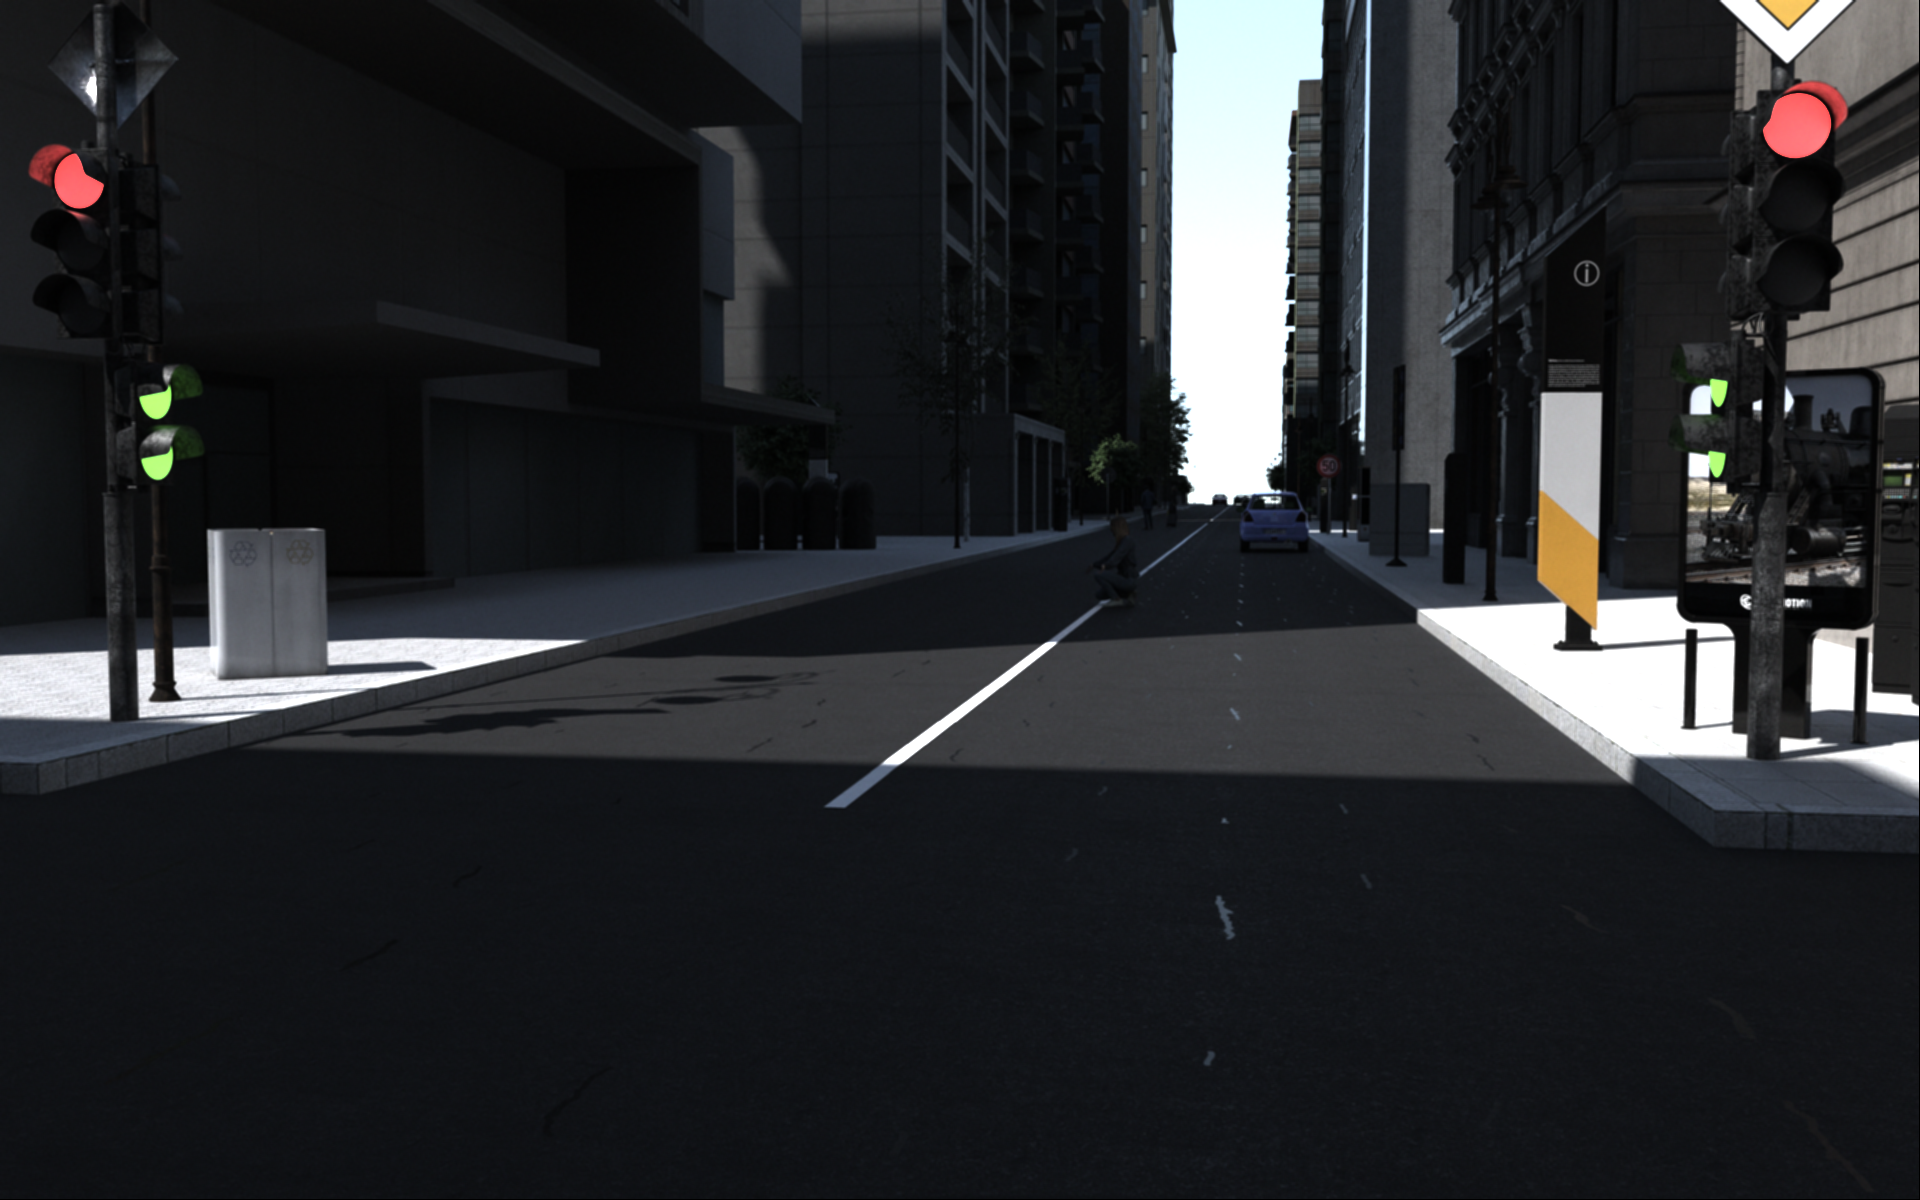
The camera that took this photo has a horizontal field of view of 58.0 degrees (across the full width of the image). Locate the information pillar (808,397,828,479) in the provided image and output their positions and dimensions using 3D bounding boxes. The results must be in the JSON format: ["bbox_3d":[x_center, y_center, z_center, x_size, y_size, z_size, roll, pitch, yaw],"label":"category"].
[{"bbox_3d":[-3.422,-3.076,41.640,0.504,3.616,0.183,1,4,23],"label":"information pillar"}]

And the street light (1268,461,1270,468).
[{"bbox_3d":[37.431,-14.408,208.362,0.468,5.910,1.993,1,4,9],"label":"street light"}]

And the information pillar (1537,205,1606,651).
[{"bbox_3d":[5.002,-1.394,14.140,0.504,3.616,0.183,0,4,1],"label":"information pillar"}]

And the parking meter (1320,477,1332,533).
[{"bbox_3d":[12.183,-3.180,57.706,0.255,1.863,0.399,2,4,35],"label":"parking meter"}]

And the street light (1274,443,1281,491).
[{"bbox_3d":[29.047,-11.300,157.547,0.468,5.910,1.993,1,4,9],"label":"street light"}]

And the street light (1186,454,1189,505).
[{"bbox_3d":[26.014,-13.782,198.122,0.468,5.910,1.993,1,4,9],"label":"street light"}]

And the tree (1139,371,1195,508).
[{"bbox_3d":[18.211,-14.796,160.046,7.486,12.596,7.792,0,3,0],"label":"tree"}]

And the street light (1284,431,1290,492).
[{"bbox_3d":[24.051,-9.460,127.463,0.468,5.910,1.993,1,4,9],"label":"street light"}]

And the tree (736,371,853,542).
[{"bbox_3d":[-4.564,-3.832,46.374,4.285,4.588,4.351,0,3,0],"label":"tree"}]

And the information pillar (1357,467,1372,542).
[{"bbox_3d":[10.906,-2.583,46.727,0.304,2.012,0.304,0,4,1],"label":"information pillar"}]

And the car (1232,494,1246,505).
[{"bbox_3d":[35.709,-12.747,220.203,2.131,1.459,4.920,1,4,10],"label":"car"}]

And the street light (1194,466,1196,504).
[{"bbox_3d":[30.982,-15.643,228.553,0.468,5.910,1.993,1,4,9],"label":"street light"}]

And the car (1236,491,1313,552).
[{"bbox_3d":[7.983,-2.104,43.993,1.945,1.707,3.694,1,4,10],"label":"car"}]

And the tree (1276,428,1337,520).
[{"bbox_3d":[18.402,-6.278,86.360,4.285,4.588,4.351,0,3,0],"label":"tree"}]

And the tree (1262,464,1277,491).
[{"bbox_3d":[30.441,-11.066,164.636,4.285,4.588,4.351,0,3,0],"label":"tree"}]

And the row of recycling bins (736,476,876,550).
[{"bbox_3d":[-3.687,-2.017,40.089,3.534,1.692,1.069,-1,4,-14],"label":"row of recycling bins"}]

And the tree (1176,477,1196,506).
[{"bbox_3d":[24.959,-12.106,192.535,1.663,3.219,1.824,0,3,0],"label":"tree"}]

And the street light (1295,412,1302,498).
[{"bbox_3d":[19.038,-7.614,97.275,0.468,5.910,1.993,1,4,9],"label":"street light"}]

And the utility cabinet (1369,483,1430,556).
[{"bbox_3d":[9.077,-1.656,35.756,1.173,1.500,0.318,2,4,30],"label":"utility cabinet"}]

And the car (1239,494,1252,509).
[{"bbox_3d":[23.370,-7.726,138.125,2.131,1.459,4.920,1,4,9],"label":"car"}]

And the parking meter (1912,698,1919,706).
[{"bbox_3d":[5.959,-0.289,10.439,0.399,1.863,0.255,1,4,17],"label":"parking meter"}]

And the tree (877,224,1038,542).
[{"bbox_3d":[-0.057,-5.887,46.609,4.360,8.622,3.978,0,3,0],"label":"tree"}]

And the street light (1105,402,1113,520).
[{"bbox_3d":[7.352,-6.896,85.543,0.468,5.910,1.993,1,4,9],"label":"street light"}]

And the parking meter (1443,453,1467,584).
[{"bbox_3d":[7.104,-1.172,24.877,0.255,1.863,0.399,0,4,6],"label":"parking meter"}]

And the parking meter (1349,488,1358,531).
[{"bbox_3d":[13.825,-3.198,60.693,0.372,1.533,0.369,0,3,0],"label":"parking meter"}]

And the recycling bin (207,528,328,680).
[{"bbox_3d":[-4.944,0.012,12.362,0.722,1.027,0.722,-2,4,-28],"label":"recycling bin"}]

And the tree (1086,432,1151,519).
[{"bbox_3d":[8.327,-6.561,90.991,4.285,4.588,4.351,0,3,0],"label":"tree"}]

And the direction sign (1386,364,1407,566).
[{"bbox_3d":[7.778,-2.371,30.762,0.379,3.537,0.876,0,4,3],"label":"direction sign"}]

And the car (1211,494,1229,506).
[{"bbox_3d":[31.806,-12.418,212.070,2.155,1.783,4.494,1,4,9],"label":"car"}]

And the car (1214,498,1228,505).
[{"bbox_3d":[33.355,-12.849,221.871,2.131,1.459,4.920,1,4,9],"label":"car"}]

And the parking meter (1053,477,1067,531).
[{"bbox_3d":[3.489,-3.354,60.542,0.399,1.863,0.255,2,4,25],"label":"parking meter"}]

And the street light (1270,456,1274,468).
[{"bbox_3d":[32.396,-12.556,178.080,0.468,5.910,1.993,1,4,9],"label":"street light"}]

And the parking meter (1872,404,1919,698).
[{"bbox_3d":[6.086,-0.335,11.182,0.255,1.863,0.399,3,4,38],"label":"parking meter"}]

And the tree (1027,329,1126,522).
[{"bbox_3d":[5.178,-7.809,78.040,4.737,8.622,4.395,0,3,0],"label":"tree"}]
